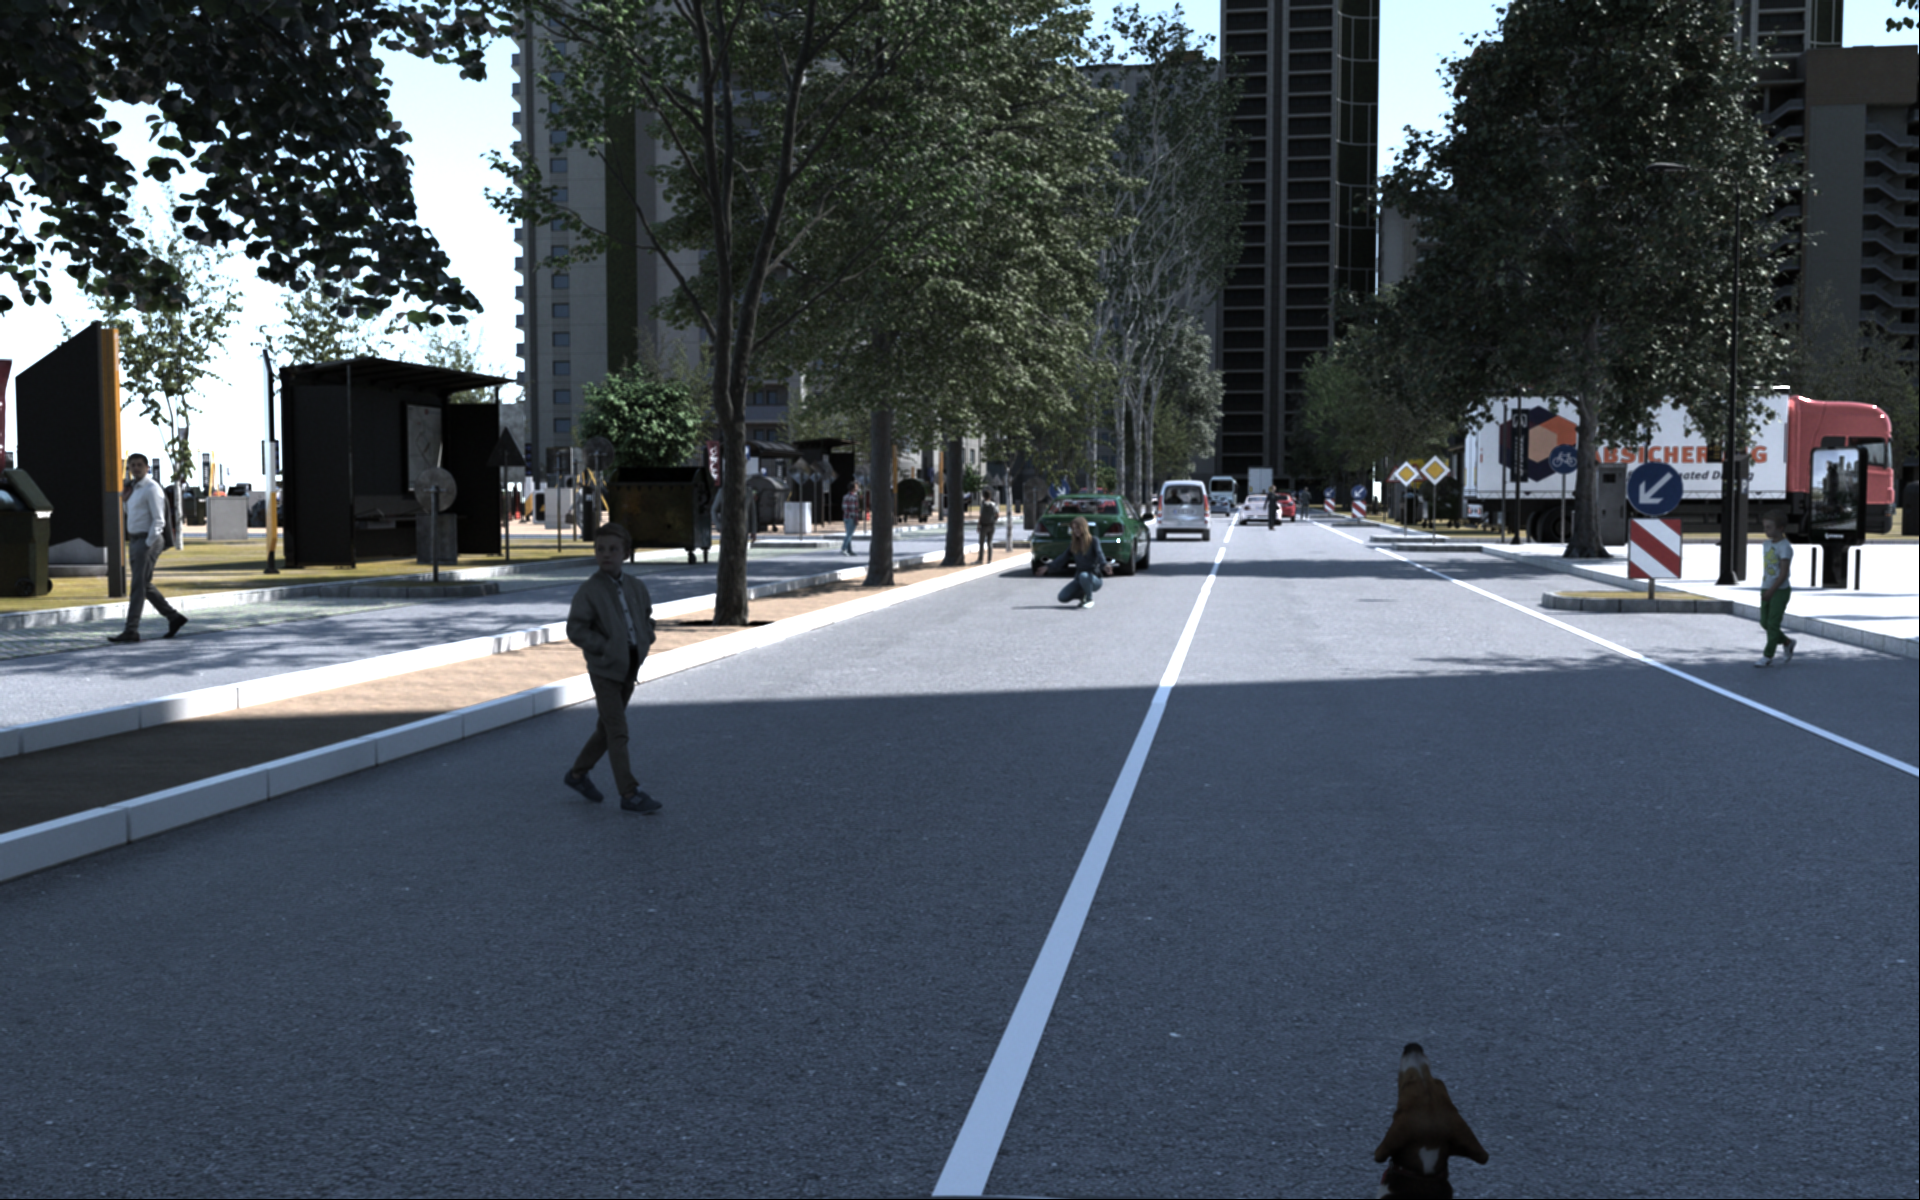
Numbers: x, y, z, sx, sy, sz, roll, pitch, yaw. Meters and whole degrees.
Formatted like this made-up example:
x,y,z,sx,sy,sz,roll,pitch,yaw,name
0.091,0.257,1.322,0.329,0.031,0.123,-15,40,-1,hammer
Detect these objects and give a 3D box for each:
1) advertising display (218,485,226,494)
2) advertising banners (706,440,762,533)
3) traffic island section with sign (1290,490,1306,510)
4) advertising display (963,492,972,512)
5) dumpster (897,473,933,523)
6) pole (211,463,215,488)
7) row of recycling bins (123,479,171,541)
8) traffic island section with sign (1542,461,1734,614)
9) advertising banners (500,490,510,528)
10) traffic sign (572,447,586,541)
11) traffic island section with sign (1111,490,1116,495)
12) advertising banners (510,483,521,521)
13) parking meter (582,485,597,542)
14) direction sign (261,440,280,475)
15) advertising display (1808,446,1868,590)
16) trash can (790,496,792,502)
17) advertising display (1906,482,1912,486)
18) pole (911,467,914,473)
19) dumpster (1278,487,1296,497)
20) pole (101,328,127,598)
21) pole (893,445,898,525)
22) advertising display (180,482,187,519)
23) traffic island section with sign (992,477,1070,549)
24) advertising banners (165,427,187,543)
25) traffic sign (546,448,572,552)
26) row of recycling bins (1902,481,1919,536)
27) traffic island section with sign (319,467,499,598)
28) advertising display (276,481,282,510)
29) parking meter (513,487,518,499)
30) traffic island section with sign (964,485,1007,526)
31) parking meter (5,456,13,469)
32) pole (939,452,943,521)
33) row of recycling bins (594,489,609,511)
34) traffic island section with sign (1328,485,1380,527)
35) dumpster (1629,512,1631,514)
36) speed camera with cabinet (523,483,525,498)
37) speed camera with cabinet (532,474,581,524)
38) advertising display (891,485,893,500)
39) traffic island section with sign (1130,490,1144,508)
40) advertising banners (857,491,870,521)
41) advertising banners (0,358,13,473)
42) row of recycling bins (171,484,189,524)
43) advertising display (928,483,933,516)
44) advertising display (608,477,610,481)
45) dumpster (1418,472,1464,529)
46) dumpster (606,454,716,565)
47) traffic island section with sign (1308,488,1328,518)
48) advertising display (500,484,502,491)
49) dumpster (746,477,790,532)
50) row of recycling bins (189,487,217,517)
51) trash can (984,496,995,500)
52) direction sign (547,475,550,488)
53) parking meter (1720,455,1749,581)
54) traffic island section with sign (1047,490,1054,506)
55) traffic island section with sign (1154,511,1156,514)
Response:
x,y,z,sx,sy,sz,roll,pitch,yaw,name
-49.905,-6.840,117.043,0.974,1.923,0.123,3,5,39,advertising display
-7.375,-3.690,56.513,2.074,3.025,0.090,-3,4,-38,advertising banners
30.074,-8.833,153.046,1.989,1.847,2.006,1,4,9,traffic island section with sign
0.383,-7.289,124.391,0.974,1.923,0.123,-2,4,-28,advertising display
-2.120,-4.627,78.141,1.502,2.255,1.985,1,4,9,dumpster
-49.128,-7.345,113.934,0.158,3.312,0.155,0,3,0,pole
-22.880,-2.428,46.813,1.069,1.692,3.534,0,4,5,row of recycling bins
8.449,-0.806,21.804,1.989,1.847,2.006,1,4,9,traffic island section with sign
-17.515,-4.256,65.780,0.090,3.025,2.074,0,4,0,advertising banners
-10.528,-2.885,47.275,0.768,2.556,0.104,1,4,15,traffic sign
13.899,-8.988,155.589,1.989,1.847,2.006,1,4,9,traffic island section with sign
-21.597,-5.311,83.024,0.090,3.025,2.074,-3,5,-39,advertising banners
-10.005,-2.347,46.778,0.372,1.533,0.369,0,3,0,parking meter
-28.655,-4.896,72.048,0.876,3.537,0.379,1,4,17,direction sign
11.921,-1.122,23.551,0.123,1.923,0.974,-1,4,-12,advertising display
-11.654,-6.766,122.272,0.748,1.137,0.748,0,3,0,trash can
49.428,-5.157,89.528,0.974,1.923,0.123,1,4,14,advertising display
-3.538,-8.320,129.870,0.158,3.312,0.155,0,3,0,pole
36.715,-11.601,194.624,1.985,2.255,1.502,1,4,9,dumpster
-10.471,-1.687,21.429,0.158,3.312,0.155,0,3,0,pole
-2.706,-4.790,72.164,0.158,3.312,0.155,0,3,0,pole
-40.267,-5.178,89.870,0.123,1.923,0.974,-1,4,-11,advertising display
1.930,-2.328,46.205,2.006,1.907,1.989,1,4,9,traffic island section with sign
-20.853,-3.033,45.784,2.074,3.025,0.090,3,5,43,advertising banners
-8.839,-2.205,38.174,0.606,2.300,0.079,1,4,13,traffic sign
31.086,-2.837,53.494,3.534,1.692,1.069,1,4,9,row of recycling bins
-7.694,-0.977,24.607,1.989,1.847,2.006,1,4,9,traffic island section with sign
-32.861,-4.768,83.164,0.123,1.923,0.974,3,4,38,advertising display
-33.524,-7.640,130.629,0.399,1.863,0.255,0,4,-8,parking meter
1.289,-4.310,79.100,1.989,1.847,2.006,1,4,9,traffic island section with sign
-14.195,-1.220,25.657,0.399,1.863,0.255,3,5,41,parking meter
-0.915,-5.474,83.337,0.158,3.312,0.155,0,3,0,pole
-28.336,-7.811,134.825,3.534,1.692,1.069,1,4,20,row of recycling bins
17.448,-4.147,76.437,1.989,1.847,2.006,1,4,9,traffic island section with sign
20.340,-3.183,54.534,1.502,2.255,1.985,1,4,9,dumpster
-29.993,-7.827,122.303,2.038,3.252,0.660,2,4,35,speed camera with cabinet
-17.450,-4.930,74.942,2.038,3.252,0.660,-1,4,-10,speed camera with cabinet
-4.742,-7.098,121.266,0.974,1.923,0.123,1,4,17,advertising display
18.290,-10.615,182.185,1.989,1.847,2.006,1,4,9,traffic island section with sign
-4.425,-5.282,82.545,0.090,3.025,2.074,1,4,22,advertising banners
-13.005,-1.564,21.762,2.074,3.025,0.090,-3,5,-40,advertising banners
-34.490,-4.014,72.737,3.534,1.692,1.069,-2,4,-28,row of recycling bins
-1.813,-5.896,101.617,0.123,1.923,0.974,1,4,20,advertising display
-11.081,-3.172,57.074,0.974,1.923,0.123,-1,4,-10,advertising display
18.109,-3.838,65.245,1.502,2.255,1.985,1,4,9,dumpster
-6.126,-1.866,35.465,1.985,2.255,1.502,1,4,10,dumpster
21.837,-5.774,103.034,1.989,1.847,2.006,1,4,9,traffic island section with sign
-28.534,-6.173,106.142,0.974,1.923,0.123,1,4,13,advertising display
-6.613,-3.254,58.969,1.264,1.857,1.865,1,4,10,dumpster
-42.921,-5.424,95.798,3.534,1.692,1.069,-1,4,-13,row of recycling bins
2.363,-7.210,129.531,0.748,1.137,0.748,0,3,0,trash can
-31.847,-8.687,134.024,0.379,3.537,0.876,-2,4,-25,direction sign
11.434,-1.215,25.573,0.399,1.863,0.255,-3,5,-43,parking meter
5.681,-5.937,105.696,1.989,1.847,2.006,1,4,9,traffic island section with sign
15.354,-7.310,127.656,2.006,1.907,1.989,1,4,9,traffic island section with sign
